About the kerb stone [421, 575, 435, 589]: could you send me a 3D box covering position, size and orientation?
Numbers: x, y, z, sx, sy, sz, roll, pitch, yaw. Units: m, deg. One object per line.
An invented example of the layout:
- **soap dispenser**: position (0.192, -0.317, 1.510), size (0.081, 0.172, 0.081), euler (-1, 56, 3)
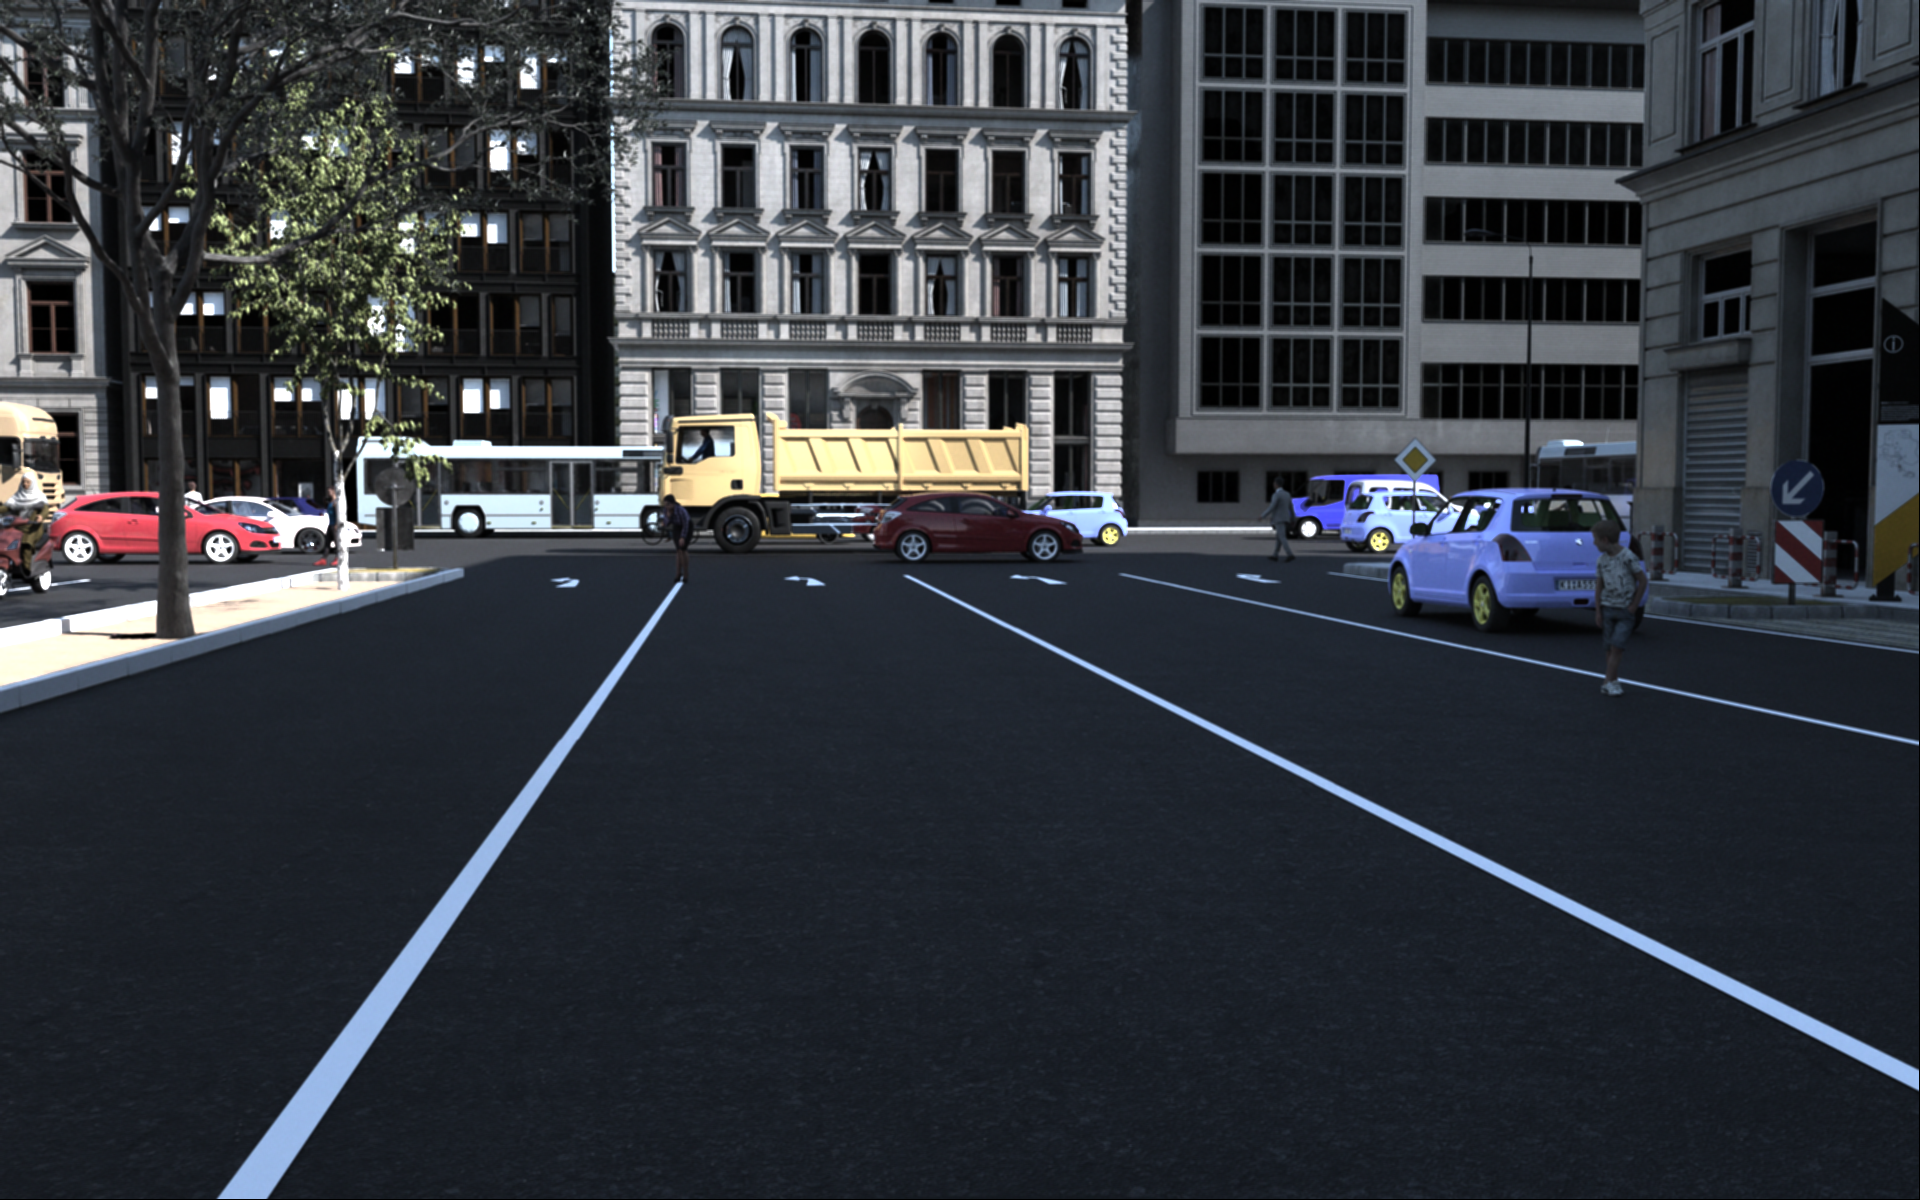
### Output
- **kerb stone**: position (-8.192, -0.257, 26.397), size (0.120, 0.150, 1.000), euler (0, 4, -7)

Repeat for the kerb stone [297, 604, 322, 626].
- **kerb stone**: position (-7.305, 0.183, 19.238), size (0.120, 0.150, 1.000), euler (0, 4, -7)

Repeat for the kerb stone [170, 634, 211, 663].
- **kerb stone**: position (-6.790, 0.431, 15.141), size (0.120, 0.150, 1.000), euler (0, 4, -7)

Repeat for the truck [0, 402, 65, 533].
- **truck**: position (-28.998, -3.440, 45.155), size (11.283, 4.237, 2.839), euler (-1, 4, -9)

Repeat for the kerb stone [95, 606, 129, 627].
- **kerb stone**: position (-9.387, 0.195, 19.014), size (0.120, 0.150, 1.000), euler (0, 4, -7)

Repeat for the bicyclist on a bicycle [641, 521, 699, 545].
- **bicyclist on a bicycle**: position (-8.185, -2.377, 48.885), size (1.625, 1.676, 1.499), euler (-1, 4, -9)

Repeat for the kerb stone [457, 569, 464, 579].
- **kerb stone**: position (-8.580, -0.439, 29.453), size (0.120, 0.150, 1.000), euler (0, 4, -7)

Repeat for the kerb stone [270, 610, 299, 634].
- **kerb stone**: position (-7.172, 0.245, 18.209), size (0.120, 0.150, 1.000), euler (0, 4, -7)

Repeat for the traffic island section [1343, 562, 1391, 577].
- **traffic island section**: position (8.110, -0.530, 30.943), size (2.009, 0.180, 2.903), euler (0, 4, -7)

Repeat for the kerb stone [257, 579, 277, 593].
- **kerb stone**: position (-10.160, -0.175, 25.151), size (0.120, 0.150, 1.000), euler (0, 4, -7)

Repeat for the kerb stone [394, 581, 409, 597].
- **kerb stone**: position (-7.945, -0.131, 24.356), size (0.120, 0.150, 1.000), euler (0, 4, -7)

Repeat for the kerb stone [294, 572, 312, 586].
- **kerb stone**: position (-10.409, -0.306, 27.191), size (0.120, 0.150, 1.000), euler (0, 4, -7)

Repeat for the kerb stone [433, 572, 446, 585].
- **kerb stone**: position (-8.326, -0.316, 27.415), size (0.120, 0.150, 1.000), euler (0, 4, -7)

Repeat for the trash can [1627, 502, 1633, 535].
- **trash can**: position (12.565, -1.223, 31.644), size (0.748, 1.137, 0.748), euler (0, 3, 0)

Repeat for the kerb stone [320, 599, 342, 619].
- **kerb stone**: position (-7.433, 0.119, 20.257), size (0.120, 0.150, 1.000), euler (0, 4, -7)

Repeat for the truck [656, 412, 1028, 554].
- **truck**: position (-3.331, -2.856, 42.619), size (9.791, 3.379, 3.469), euler (0, 4, -6)

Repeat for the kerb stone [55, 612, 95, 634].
- **kerb stone**: position (-9.264, 0.257, 17.994), size (0.120, 0.150, 1.000), euler (0, 4, -7)

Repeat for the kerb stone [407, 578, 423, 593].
- **kerb stone**: position (-8.064, -0.195, 25.376), size (0.120, 0.150, 1.000), euler (0, 4, -7)

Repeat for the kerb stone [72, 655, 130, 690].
- **kerb stone**: position (-6.540, 0.556, 13.102), size (0.120, 0.150, 1.000), euler (0, 4, -7)

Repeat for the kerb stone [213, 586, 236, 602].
- **kerb stone**: position (-9.904, -0.056, 23.107), size (0.120, 0.150, 1.000), euler (0, 4, -7)

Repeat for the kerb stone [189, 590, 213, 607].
- **kerb stone**: position (-9.774, 0.008, 22.086), size (0.120, 0.150, 1.000), euler (0, 4, -7)

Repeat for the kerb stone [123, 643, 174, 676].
- **kerb stone**: position (-6.661, 0.494, 14.123), size (0.120, 0.150, 1.000), euler (0, 4, -7)

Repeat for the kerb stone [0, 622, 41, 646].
- **kerb stone**: position (-9.134, 0.325, 16.974), size (0.120, 0.150, 1.000), euler (0, 4, -7)

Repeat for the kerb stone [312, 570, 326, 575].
- **kerb stone**: position (-10.548, -0.368, 28.219), size (0.120, 0.150, 1.000), euler (0, 4, -7)

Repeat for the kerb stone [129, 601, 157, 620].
- **kerb stone**: position (-9.520, 0.132, 20.035), size (0.120, 0.150, 1.000), euler (0, 4, -7)

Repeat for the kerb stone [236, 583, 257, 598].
- **kerb stone**: position (-10.032, -0.116, 24.132), size (0.120, 0.150, 1.000), euler (0, 4, -7)

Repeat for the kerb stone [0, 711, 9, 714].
- **kerb stone**: position (-6.282, 0.681, 11.065), size (0.120, 0.150, 1.000), euler (0, 4, -7)

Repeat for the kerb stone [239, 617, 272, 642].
- **kerb stone**: position (-7.046, 0.307, 17.178), size (0.120, 0.150, 1.000), euler (0, 4, -7)

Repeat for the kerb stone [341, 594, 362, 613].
- **kerb stone**: position (-7.550, 0.058, 21.277), size (0.120, 0.150, 1.000), euler (0, 4, -7)

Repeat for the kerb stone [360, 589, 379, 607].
- **kerb stone**: position (-7.688, -0.003, 22.305), size (0.120, 0.150, 1.000), euler (0, 4, -7)

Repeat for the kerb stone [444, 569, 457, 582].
- **kerb stone**: position (-8.447, -0.382, 28.434), size (0.120, 0.150, 1.000), euler (0, 4, -7)

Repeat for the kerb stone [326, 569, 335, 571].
- **kerb stone**: position (-10.668, -0.431, 29.244), size (0.120, 0.150, 1.000), euler (0, 4, -7)

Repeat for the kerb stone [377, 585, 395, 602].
- **kerb stone**: position (-7.814, -0.070, 23.335), size (0.120, 0.150, 1.000), euler (0, 4, -7)

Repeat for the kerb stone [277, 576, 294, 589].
- **kerb stone**: position (-10.289, -0.243, 26.171), size (0.120, 0.150, 1.000), euler (0, 4, -7)

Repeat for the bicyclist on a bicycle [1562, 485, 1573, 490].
- **bicyclist on a bicycle**: position (12.434, -1.565, 35.602), size (1.625, 1.676, 1.499), euler (0, 4, -5)

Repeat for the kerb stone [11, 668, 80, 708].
- **kerb stone**: position (-6.410, 0.618, 12.084), size (0.120, 0.150, 1.000), euler (0, 4, -7)

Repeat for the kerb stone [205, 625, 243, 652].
- **kerb stone**: position (-6.921, 0.371, 16.159), size (0.120, 0.150, 1.000), euler (0, 4, -7)

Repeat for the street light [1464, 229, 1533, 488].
- **street light**: position (9.526, -3.552, 30.616), size (1.470, 5.913, 1.316), euler (0, 4, -7)
